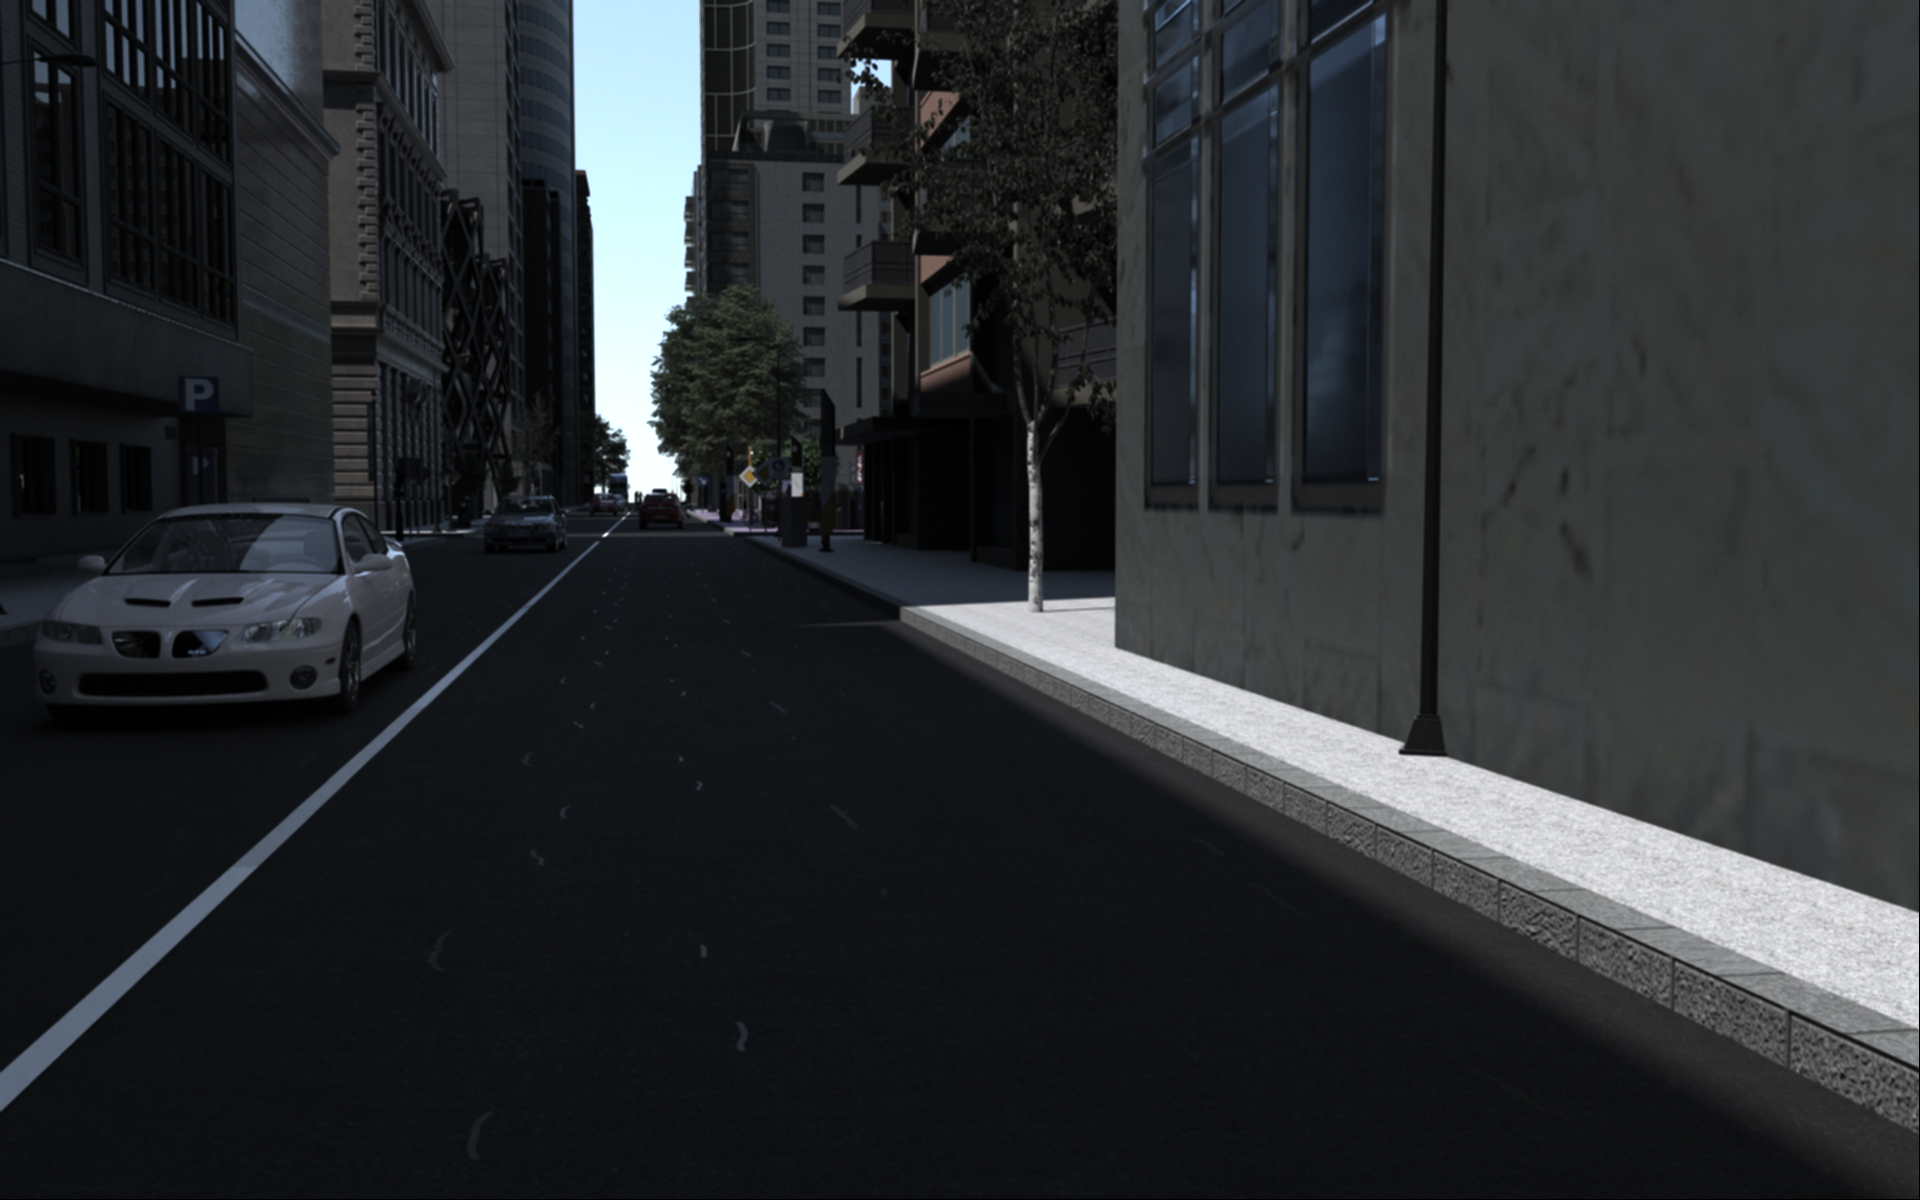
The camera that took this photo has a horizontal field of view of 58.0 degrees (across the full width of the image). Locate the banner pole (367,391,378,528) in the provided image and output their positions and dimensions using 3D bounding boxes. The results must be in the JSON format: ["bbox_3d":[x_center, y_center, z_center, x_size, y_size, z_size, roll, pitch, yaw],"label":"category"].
[{"bbox_3d":[-14.366,-3.202,42.366,0.401,3.779,0.863,-2,4,-34],"label":"banner pole"}]

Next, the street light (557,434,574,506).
[{"bbox_3d":[-30.323,-9.804,132.838,1.470,5.913,1.316,-1,4,-10],"label":"street light"}]

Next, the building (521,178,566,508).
[{"bbox_3d":[-43.499,-23.574,157.136,14.160,30.474,14.107,-1,4,-10],"label":"building"}]

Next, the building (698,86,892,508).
[{"bbox_3d":[-9.391,-29.213,169.508,32.217,40.220,23.993,-1,4,-10],"label":"building"}]

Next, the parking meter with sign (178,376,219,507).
[{"bbox_3d":[-11.564,-1.848,26.468,0.543,3.016,1.738,-1,4,-21],"label":"parking meter with sign"}]

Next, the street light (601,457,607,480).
[{"bbox_3d":[-45.165,-14.897,216.106,1.470,5.913,1.316,-1,4,-10],"label":"street light"}]

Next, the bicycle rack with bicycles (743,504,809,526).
[{"bbox_3d":[-7.284,-3.441,69.640,2.925,0.926,2.852,-1,4,-20],"label":"bicycle rack with bicycles"}]

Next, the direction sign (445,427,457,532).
[{"bbox_3d":[-17.302,-4.085,58.792,0.379,3.537,0.876,0,4,2],"label":"direction sign"}]

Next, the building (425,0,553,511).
[{"bbox_3d":[-43.740,-42.813,138.249,20.563,71.187,20.611,-1,4,-10],"label":"building"}]

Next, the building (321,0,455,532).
[{"bbox_3d":[-25.954,-14.514,66.188,11.050,23.489,19.941,-1,4,-10],"label":"building"}]

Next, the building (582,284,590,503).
[{"bbox_3d":[-65.190,-38.353,250.767,21.300,48.544,21.600,-1,4,-10],"label":"building"}]

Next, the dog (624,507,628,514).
[{"bbox_3d":[-23.739,-6.362,123.309,0.540,0.507,0.406,1,4,22],"label":"dog"}]

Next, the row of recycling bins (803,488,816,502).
[{"bbox_3d":[-10.792,-7.132,123.714,3.534,1.692,1.069,2,4,28],"label":"row of recycling bins"}]

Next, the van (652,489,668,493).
[{"bbox_3d":[-34.974,-12.083,201.936,2.240,2.365,5.245,-1,4,-9],"label":"van"}]

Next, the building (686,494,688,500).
[{"bbox_3d":[-28.372,-36.066,281.556,32.217,40.220,23.993,-1,4,-10],"label":"building"}]

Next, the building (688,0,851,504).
[{"bbox_3d":[-25.550,-48.271,227.488,20.563,71.187,20.611,-1,4,-10],"label":"building"}]

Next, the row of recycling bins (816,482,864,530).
[{"bbox_3d":[-3.652,-3.397,62.649,1.069,1.692,3.534,2,4,31],"label":"row of recycling bins"}]

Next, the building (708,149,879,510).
[{"bbox_3d":[-14.653,-23.107,149.495,14.160,30.474,14.107,-1,4,-10],"label":"building"}]

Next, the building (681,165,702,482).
[{"bbox_3d":[-28.915,-38.767,253.453,23.786,49.044,30.456,-1,4,-10],"label":"building"}]

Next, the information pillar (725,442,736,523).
[{"bbox_3d":[-10.254,-5.264,77.415,0.504,3.616,0.183,2,4,35],"label":"information pillar"}]

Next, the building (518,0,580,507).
[{"bbox_3d":[-50.392,-38.808,176.505,21.231,58.520,28.212,-1,4,-10],"label":"building"}]

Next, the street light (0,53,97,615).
[{"bbox_3d":[-9.798,-2.800,18.322,1.470,5.913,1.316,-1,4,-10],"label":"street light"}]

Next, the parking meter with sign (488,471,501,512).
[{"bbox_3d":[-33.275,-7.848,124.579,0.543,3.016,1.738,-3,5,-41],"label":"parking meter with sign"}]

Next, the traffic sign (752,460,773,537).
[{"bbox_3d":[-5.788,-2.927,51.496,0.795,2.450,0.064,-1,4,-10],"label":"traffic sign"}]

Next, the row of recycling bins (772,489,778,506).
[{"bbox_3d":[-13.516,-7.715,133.246,1.069,1.692,3.534,-2,4,-31],"label":"row of recycling bins"}]

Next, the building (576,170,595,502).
[{"bbox_3d":[-59.503,-34.966,226.311,22.147,44.769,28.867,-1,4,-10],"label":"building"}]

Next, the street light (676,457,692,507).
[{"bbox_3d":[-26.381,-11.810,165.630,1.470,5.913,1.316,-1,4,-10],"label":"street light"}]

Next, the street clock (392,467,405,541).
[{"bbox_3d":[-15.264,-2.603,47.122,0.358,2.002,0.471,-2,4,-29],"label":"street clock"}]

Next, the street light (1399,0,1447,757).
[{"bbox_3d":[1.803,-2.190,8.340,1.470,5.913,1.316,-1,4,-10],"label":"street light"}]

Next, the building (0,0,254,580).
[{"bbox_3d":[-19.070,-13.952,21.622,14.314,27.812,24.014,-1,4,-10],"label":"building"}]

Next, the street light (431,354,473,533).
[{"bbox_3d":[-16.850,-5.195,57.471,1.470,5.913,1.316,-1,4,-10],"label":"street light"}]

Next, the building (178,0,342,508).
[{"bbox_3d":[-25.910,-15.538,39.954,20.117,28.700,13.634,-1,4,-10],"label":"building"}]

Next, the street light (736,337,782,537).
[{"bbox_3d":[-5.917,-4.825,51.424,1.470,5.913,1.316,-1,4,-10],"label":"street light"}]

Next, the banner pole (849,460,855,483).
[{"bbox_3d":[-8.026,-8.481,128.679,0.401,3.779,0.863,2,4,34],"label":"banner pole"}]

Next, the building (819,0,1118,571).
[{"bbox_3d":[8.941,-23.401,37.223,22.147,44.769,28.867,-1,4,-10],"label":"building"}]

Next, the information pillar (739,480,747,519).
[{"bbox_3d":[-11.112,-5.150,88.688,0.304,2.012,0.304,-3,5,-44],"label":"information pillar"}]

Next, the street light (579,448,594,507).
[{"bbox_3d":[-37.971,-12.435,175.859,1.470,5.913,1.316,-1,4,-10],"label":"street light"}]

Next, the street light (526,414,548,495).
[{"bbox_3d":[-24.616,-7.835,100.645,1.470,5.913,1.316,-1,4,-10],"label":"street light"}]

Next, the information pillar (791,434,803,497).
[{"bbox_3d":[-6.397,-4.688,67.997,0.504,3.616,0.183,1,4,19],"label":"information pillar"}]

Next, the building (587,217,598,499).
[{"bbox_3d":[-64.025,-37.866,269.223,14.600,45.320,14.200,-1,4,-10],"label":"building"}]

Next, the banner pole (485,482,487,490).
[{"bbox_3d":[-32.173,-7.757,116.851,0.863,3.779,0.401,3,5,44],"label":"banner pole"}]

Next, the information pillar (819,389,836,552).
[{"bbox_3d":[-2.926,-2.874,38.341,0.183,3.616,0.504,-3,4,-36],"label":"information pillar"}]

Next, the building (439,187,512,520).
[{"bbox_3d":[-36.268,-14.580,105.843,16.820,18.784,16.811,-1,4,-10],"label":"building"}]

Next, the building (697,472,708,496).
[{"bbox_3d":[-15.412,-21.462,195.946,27.650,21.520,28.899,-1,4,-10],"label":"building"}]

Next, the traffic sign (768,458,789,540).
[{"bbox_3d":[-4.994,-2.791,47.765,0.606,2.300,0.079,0,4,-3],"label":"traffic sign"}]

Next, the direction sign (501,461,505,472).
[{"bbox_3d":[-30.876,-7.659,117.225,0.379,3.537,0.876,-2,4,-34],"label":"direction sign"}]
